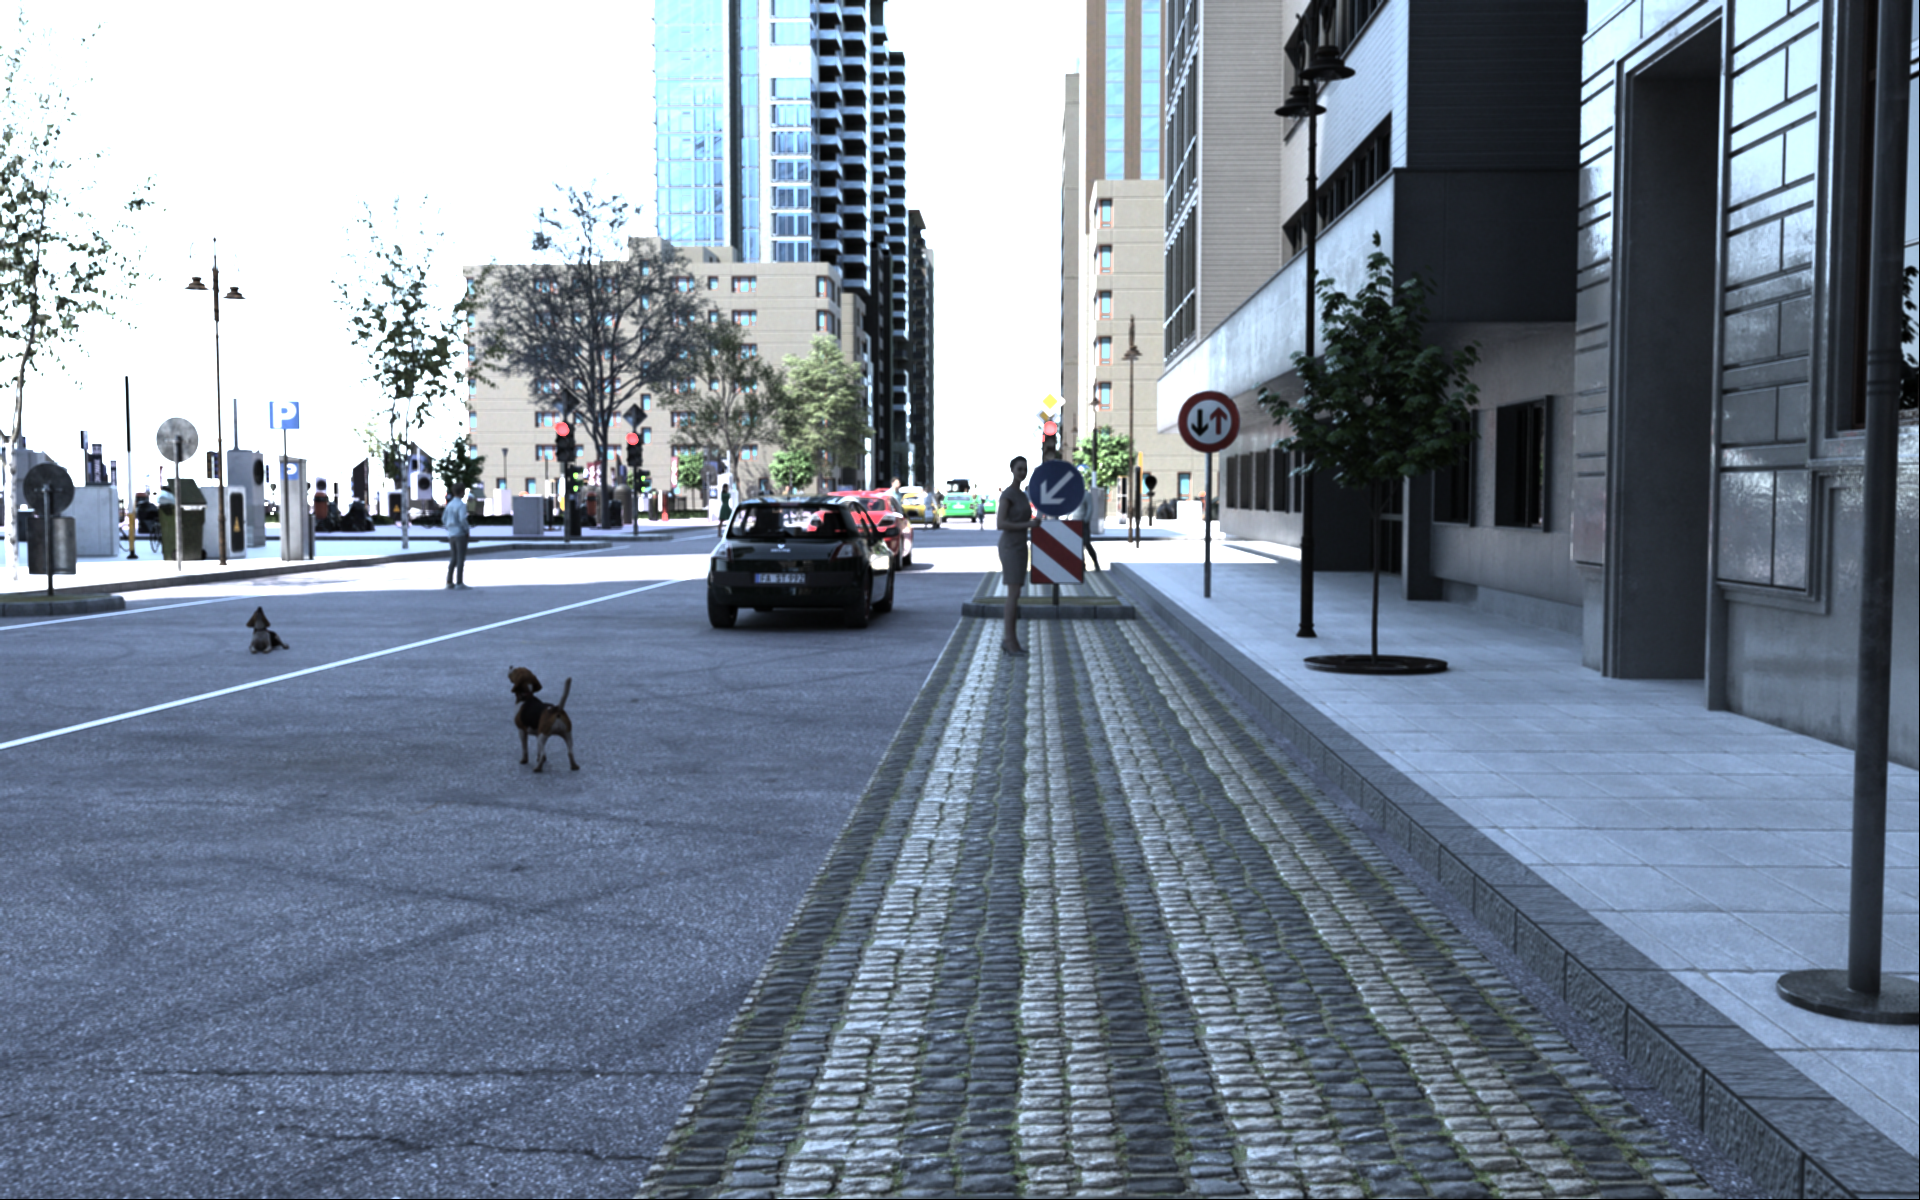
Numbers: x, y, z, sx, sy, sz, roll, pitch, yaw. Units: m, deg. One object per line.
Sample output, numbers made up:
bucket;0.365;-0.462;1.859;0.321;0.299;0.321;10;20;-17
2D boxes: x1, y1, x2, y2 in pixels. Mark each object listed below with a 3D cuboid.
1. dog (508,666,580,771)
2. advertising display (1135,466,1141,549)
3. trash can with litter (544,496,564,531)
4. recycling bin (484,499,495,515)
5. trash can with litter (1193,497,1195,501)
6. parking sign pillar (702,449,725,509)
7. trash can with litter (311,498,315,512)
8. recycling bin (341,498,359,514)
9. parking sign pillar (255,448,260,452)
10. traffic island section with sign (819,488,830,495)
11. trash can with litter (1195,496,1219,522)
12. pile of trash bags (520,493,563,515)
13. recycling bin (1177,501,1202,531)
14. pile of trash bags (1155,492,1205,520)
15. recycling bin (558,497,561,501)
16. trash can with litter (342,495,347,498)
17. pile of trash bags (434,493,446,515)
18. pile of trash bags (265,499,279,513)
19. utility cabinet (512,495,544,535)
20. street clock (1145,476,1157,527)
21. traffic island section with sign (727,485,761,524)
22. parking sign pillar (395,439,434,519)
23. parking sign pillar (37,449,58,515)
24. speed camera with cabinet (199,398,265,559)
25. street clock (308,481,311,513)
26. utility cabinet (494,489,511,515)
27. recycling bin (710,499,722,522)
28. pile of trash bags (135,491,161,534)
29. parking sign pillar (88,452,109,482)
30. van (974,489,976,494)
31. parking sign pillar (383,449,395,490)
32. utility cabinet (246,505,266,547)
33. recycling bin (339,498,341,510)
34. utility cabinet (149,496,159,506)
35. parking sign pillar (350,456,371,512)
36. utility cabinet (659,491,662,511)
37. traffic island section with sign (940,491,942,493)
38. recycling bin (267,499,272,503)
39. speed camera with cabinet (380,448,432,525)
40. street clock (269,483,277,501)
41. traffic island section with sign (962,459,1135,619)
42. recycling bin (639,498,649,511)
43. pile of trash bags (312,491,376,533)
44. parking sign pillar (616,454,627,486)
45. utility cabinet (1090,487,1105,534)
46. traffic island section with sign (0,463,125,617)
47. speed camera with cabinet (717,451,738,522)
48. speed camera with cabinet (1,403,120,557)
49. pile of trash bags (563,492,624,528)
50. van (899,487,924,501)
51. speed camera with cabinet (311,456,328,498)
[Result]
dog;-2.203;0.623;9.098;0.540;0.507;0.406;1;4;13
advertising display;4.177;-2.171;40.709;0.123;1.923;0.974;0;4;4
trash can with litter;-14.304;-3.044;60.830;1.678;1.210;2.233;-1;4;-16
recycling bin;-23.040;-4.458;85.446;0.722;1.027;0.722;3;5;41
trash can with litter;11.461;-4.300;81.698;1.055;1.170;0.624;0;4;-3
parking sign pillar;-14.540;-6.965;102.343;1.447;3.967;1.447;0;4;8
trash can with litter;-41.995;-6.210;112.916;0.624;1.170;1.055;-2;4;-23
recycling bin;-39.676;-6.140;112.945;0.722;1.027;0.722;0;4;6
parking sign pillar;-41.602;-6.906;101.377;1.447;3.967;1.447;-1;4;-20
traffic island section with sign;-8.071;-5.810;103.619;1.989;1.847;2.006;0;4;2
trash can with litter;11.679;-4.233;80.604;1.055;1.170;0.624;-2;4;-24
pile of trash bags;-24.148;-5.586;101.080;3.447;1.369;1.912;1;4;15
recycling bin;7.978;-2.912;60.162;0.722;1.027;0.722;0;4;-5
pile of trash bags;11.259;-4.641;85.637;1.912;1.369;3.447;3;5;43
recycling bin;-29.490;-7.102;128.669;0.722;1.027;0.722;-2;4;-26
trash can with litter;-44.855;-7.076;126.755;2.233;1.210;1.678;2;4;30
pile of trash bags;-28.938;-5.345;97.135;1.912;1.369;3.447;-1;4;-8
pile of trash bags;-33.626;-4.421;82.042;1.912;1.369;3.447;1;4;11
utility cabinet;-13.567;-2.646;54.425;1.020;1.237;0.306;2;4;24
street clock;7.462;-3.865;67.765;0.471;2.002;0.358;0;4;7
traffic island section with sign;-9.160;-4.163;76.686;1.989;1.847;2.006;0;4;2
parking sign pillar;-26.539;-5.911;85.110;1.447;3.967;1.447;1;4;23
parking sign pillar;-54.660;-7.056;103.837;1.447;3.967;1.447;2;4;26
speed camera with cabinet;-14.651;-2.481;34.898;0.660;3.252;2.038;0;4;-1
street clock;-37.447;-5.799;99.381;0.358;2.002;0.471;3;4;38
utility cabinet;-20.456;-4.207;77.470;0.318;1.500;1.173;1;4;8
recycling bin;-11.342;-4.209;81.369;0.722;1.027;0.722;-1;4;-19
pile of trash bags;-26.248;-2.887;56.952;3.447;1.369;1.912;3;4;36
parking sign pillar;-52.897;-7.200;106.184;1.447;3.967;1.447;2;4;31
van;1.074;-13.382;223.181;2.240;2.365;5.245;0;4;3
parking sign pillar;-33.853;-7.049;103.718;1.447;3.967;1.447;2;4;33
utility cabinet;-17.229;-2.037;41.984;0.318;1.500;1.173;-3;5;-43
recycling bin;-42.179;-6.503;118.877;0.722;1.027;0.722;3;4;38
utility cabinet;-32.565;-3.635;70.597;1.020;1.237;0.306;2;4;30
parking sign pillar;-42.444;-8.195;122.457;1.447;3.967;1.447;3;4;38
utility cabinet;-20.789;-6.928;121.947;0.318;1.500;1.173;-2;4;-34
traffic island section with sign;-1.604;-15.570;263.191;1.989;1.847;2.006;0;4;2
recycling bin;-38.710;-5.120;96.259;0.722;1.027;0.722;-3;4;-36
speed camera with cabinet;-23.465;-4.834;73.367;2.038;3.252;0.660;-3;5;-42
street clock;-43.629;-6.452;110.068;0.471;2.002;0.358;2;4;25
traffic island section with sign;1.031;-0.734;20.629;1.989;1.847;2.006;0;4;2
recycling bin;-18.520;-5.444;101.562;0.722;1.027;0.722;-3;5;-40
pile of trash bags;-21.111;-2.989;58.620;1.912;1.369;3.447;0;4;-2
parking sign pillar;-22.786;-7.843;116.711;1.447;3.967;1.447;0;4;2
utility cabinet;4.368;-2.831;54.963;0.318;1.500;1.173;1;4;14
traffic island section with sign;-11.426;-0.765;21.142;1.989;1.847;2.006;0;4;2
speed camera with cabinet;-10.657;-5.211;79.528;0.660;3.252;2.038;0;4;4
speed camera with cabinet;-18.352;-2.509;35.356;2.038;3.252;0.660;-1;4;-12
pile of trash bags;-14.133;-3.532;67.504;1.912;1.369;3.447;0;4;-5
van;-2.920;-5.747;100.969;2.013;2.044;4.112;0;4;3
speed camera with cabinet;-33.625;-5.795;89.076;2.038;3.252;0.660;-3;5;-42
